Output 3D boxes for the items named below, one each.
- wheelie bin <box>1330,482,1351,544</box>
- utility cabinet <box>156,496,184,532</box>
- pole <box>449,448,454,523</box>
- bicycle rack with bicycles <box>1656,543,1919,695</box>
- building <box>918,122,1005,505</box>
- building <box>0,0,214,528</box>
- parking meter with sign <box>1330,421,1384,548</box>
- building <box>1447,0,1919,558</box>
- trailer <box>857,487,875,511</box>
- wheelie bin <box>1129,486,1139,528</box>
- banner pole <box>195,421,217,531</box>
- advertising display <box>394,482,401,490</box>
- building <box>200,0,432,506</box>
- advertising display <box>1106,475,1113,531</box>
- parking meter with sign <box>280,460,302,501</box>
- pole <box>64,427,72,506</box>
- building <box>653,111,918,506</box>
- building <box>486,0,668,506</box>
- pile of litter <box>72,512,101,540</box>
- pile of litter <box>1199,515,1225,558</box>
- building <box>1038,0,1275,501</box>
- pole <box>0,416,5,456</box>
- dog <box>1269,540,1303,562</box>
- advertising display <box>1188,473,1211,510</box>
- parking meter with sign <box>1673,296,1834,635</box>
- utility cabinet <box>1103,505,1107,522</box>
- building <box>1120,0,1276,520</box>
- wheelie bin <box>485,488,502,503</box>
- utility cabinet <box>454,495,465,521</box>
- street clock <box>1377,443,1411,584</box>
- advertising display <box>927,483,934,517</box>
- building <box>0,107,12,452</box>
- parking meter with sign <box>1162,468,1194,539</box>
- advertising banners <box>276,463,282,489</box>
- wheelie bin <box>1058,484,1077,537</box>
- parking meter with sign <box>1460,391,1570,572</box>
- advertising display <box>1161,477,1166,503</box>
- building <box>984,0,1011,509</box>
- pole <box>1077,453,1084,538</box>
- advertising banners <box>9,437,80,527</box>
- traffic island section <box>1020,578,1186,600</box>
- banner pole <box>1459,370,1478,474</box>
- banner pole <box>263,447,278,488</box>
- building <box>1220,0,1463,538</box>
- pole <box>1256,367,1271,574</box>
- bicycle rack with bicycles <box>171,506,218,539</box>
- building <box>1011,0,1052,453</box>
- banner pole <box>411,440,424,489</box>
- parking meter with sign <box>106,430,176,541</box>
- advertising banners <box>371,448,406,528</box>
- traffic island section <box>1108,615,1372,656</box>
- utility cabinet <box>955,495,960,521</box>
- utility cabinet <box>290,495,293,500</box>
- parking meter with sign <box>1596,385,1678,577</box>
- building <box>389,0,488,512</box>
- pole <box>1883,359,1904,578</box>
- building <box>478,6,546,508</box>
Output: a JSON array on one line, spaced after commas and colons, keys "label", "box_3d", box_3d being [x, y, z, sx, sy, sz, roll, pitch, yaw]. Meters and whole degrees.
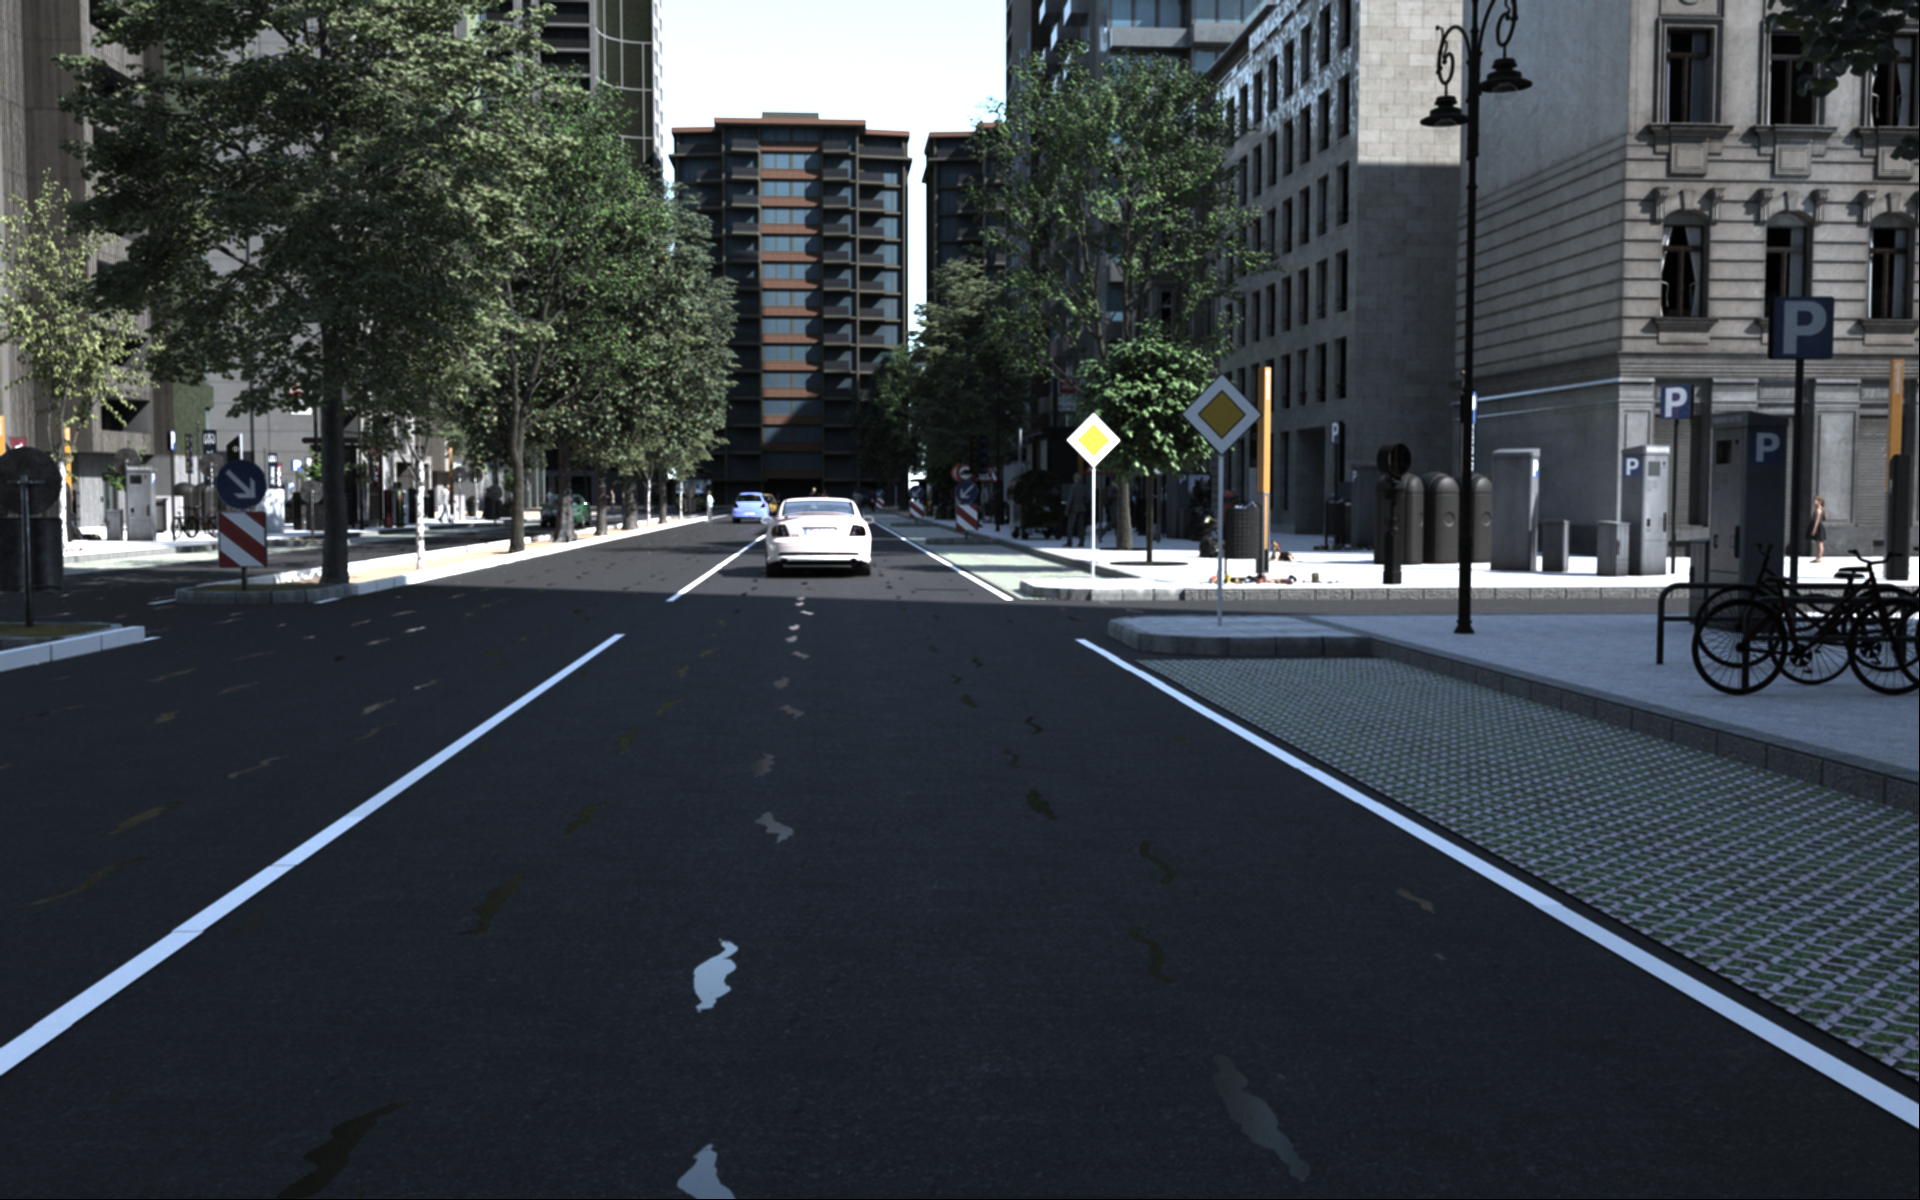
[{"label": "wheelie bin", "box_3d": [9.989, -2.240, 44.537, 0.980, 1.594, 0.693, 2, 4, 27]}, {"label": "utility cabinet", "box_3d": [-27.129, -2.941, 59.252, 1.020, 1.237, 0.306, 0, 4, -5]}, {"label": "pole", "box_3d": [-22.310, -5.024, 75.983, 0.158, 3.312, 0.155, 0, 3, 0]}, {"label": "bicycle rack with bicycles", "box_3d": [6.229, 0.088, 11.950, 2.925, 0.926, 2.852, 0, 4, 6]}, {"label": "building", "box_3d": [8.631, -33.591, 203.842, 28.867, 44.769, 22.147, 0, 4, -4]}, {"label": "building", "box_3d": [-38.944, -18.086, 67.414, 14.160, 30.474, 14.107, 0, 4, -4]}, {"label": "parking meter with sign", "box_3d": [9.801, -2.771, 41.559, 1.738, 3.016, 0.543, -1, 4, -11]}, {"label": "building", "box_3d": [21.701, -11.647, 39.573, 18.267, 20.994, 9.793, 0, 4, -4]}, {"label": "trailer", "box_3d": [-7.892, -8.463, 145.411, 1.471, 1.999, 3.904, 0, 4, -3]}, {"label": "wheelie bin", "box_3d": [6.416, -3.549, 65.934, 0.980, 1.594, 0.693, 3, 5, 43]}, {"label": "banner pole", "box_3d": [-25.901, -4.249, 59.485, 0.863, 3.779, 0.401, 0, 4, 2]}, {"label": "advertising display", "box_3d": [-30.718, -5.445, 94.235, 0.123, 1.923, 0.974, 1, 4, 16]}, {"label": "building", "box_3d": [-44.430, -40.852, 106.183, 20.563, 71.187, 20.611, 0, 4, -4]}, {"label": "advertising display", "box_3d": [5.228, -3.371, 60.336, 0.123, 1.923, 0.974, 1, 4, 16]}, {"label": "parking meter with sign", "box_3d": [-34.617, -5.685, 89.204, 1.738, 3.016, 0.543, 3, 4, 36]}, {"label": "pole", "box_3d": [-27.375, -3.626, 53.133, 0.158, 3.312, 0.155, 0, 3, 0]}, {"label": "building", "box_3d": [-20.230, -33.440, 201.364, 28.867, 44.769, 22.147, 0, 4, -4]}, {"label": "building", "box_3d": [-44.982, -46.456, 197.803, 20.611, 71.187, 20.563, 0, 4, -4]}, {"label": "pile of litter", "box_3d": [-24.742, -2.113, 48.516, 1.176, 0.858, 1.719, -3, 4, -37]}, {"label": "pile of litter", "box_3d": [5.386, -1.305, 35.305, 1.176, 0.858, 1.719, 2, 4, 24]}, {"label": "building", "box_3d": [17.378, -30.474, 117.858, 23.786, 49.044, 30.456, 0, 4, -4]}, {"label": "pole", "box_3d": [-24.966, -3.139, 45.162, 0.158, 3.312, 0.155, 0, 3, 0]}, {"label": "dog", "box_3d": [6.167, -0.929, 32.920, 0.748, 0.427, 0.550, 1, 4, 10]}, {"label": "advertising display", "box_3d": [7.252, -2.913, 52.842, 0.974, 1.923, 0.123, -2, 4, -34]}, {"label": "parking meter with sign", "box_3d": [7.400, -1.221, 16.216, 0.543, 3.016, 1.738, 0, 4, -3]}, {"label": "utility cabinet", "box_3d": [6.805, -4.251, 80.667, 0.306, 1.237, 1.020, 0, 4, -4]}, {"label": "building", "box_3d": [15.686, -16.135, 82.885, 14.460, 24.649, 34.723, 0, 4, -4]}, {"label": "wheelie bin", "box_3d": [-24.293, -5.027, 90.097, 0.980, 1.594, 0.693, 0, 4, -2]}, {"label": "utility cabinet", "box_3d": [-24.577, -4.462, 84.107, 1.020, 1.237, 0.306, -1, 4, -11]}, {"label": "street clock", "box_3d": [6.161, -1.227, 24.626, 0.471, 2.002, 0.358, -2, 4, -33]}, {"label": "advertising display", "box_3d": [-1.675, -5.649, 97.574, 0.123, 1.923, 0.974, -1, 4, -19]}, {"label": "building", "box_3d": [-39.122, -25.521, 40.965, 21.300, 48.544, 21.600, 0, 4, -4]}, {"label": "parking meter with sign", "box_3d": [6.242, -3.280, 49.883, 0.543, 3.016, 1.738, -1, 4, -20]}, {"label": "advertising banners", "box_3d": [-38.049, -6.070, 95.434, 0.090, 3.025, 2.074, 1, 4, 21]}, {"label": "wheelie bin", "box_3d": [3.322, -2.718, 52.340, 0.980, 1.594, 0.693, 1, 4, 21]}, {"label": "parking meter with sign", "box_3d": [9.281, -1.998, 28.936, 1.738, 3.016, 0.543, 2, 4, 35]}, {"label": "advertising display", "box_3d": [7.526, -3.564, 63.477, 0.123, 1.923, 0.974, -3, 4, -36]}, {"label": "building", "box_3d": [13.128, -43.938, 156.631, 20.563, 71.187, 20.611, 0, 4, -4]}, {"label": "pole", "box_3d": [3.523, -3.470, 50.574, 0.158, 3.312, 0.155, 0, 3, 0]}, {"label": "advertising banners", "box_3d": [-28.515, -3.534, 53.961, 0.090, 3.025, 2.074, 3, 4, 37]}, {"label": "traffic island section", "box_3d": [1.944, -0.153, 24.787, 2.009, 0.180, 2.903, 0, 4, -4]}, {"label": "banner pole", "box_3d": [10.332, -2.770, 35.304, 0.863, 3.779, 0.401, -3, 5, -45]}, {"label": "banner pole", "box_3d": [-37.100, -6.306, 93.114, 0.863, 3.779, 0.401, -3, 4, -37]}, {"label": "building", "box_3d": [15.631, -12.381, 57.179, 10.420, 20.320, 16.860, 0, 4, -4]}, {"label": "pole", "box_3d": [4.896, -2.085, 27.941, 0.158, 3.312, 0.155, 0, 3, 0]}, {"label": "bicycle rack with bicycles", "box_3d": [-21.832, -2.273, 50.553, 2.852, 0.926, 2.925, 1, 4, 21]}, {"label": "building", "box_3d": [11.747, -29.956, 139.888, 14.600, 45.320, 14.200, 0, 4, -4]}, {"label": "banner pole", "box_3d": [-24.985, -5.483, 79.667, 0.863, 3.779, 0.401, 1, 4, 17]}, {"label": "parking meter with sign", "box_3d": [-22.429, -3.127, 47.395, 1.738, 3.016, 0.543, -1, 4, -11]}, {"label": "advertising banners", "box_3d": [-21.810, -4.273, 66.050, 0.090, 3.025, 2.074, 1, 4, 17]}, {"label": "traffic island section", "box_3d": [2.565, 0.334, 16.826, 2.009, 0.180, 2.903, 0, 4, -4]}, {"label": "utility cabinet", "box_3d": [-0.004, -4.451, 81.453, 0.318, 1.500, 1.173, 0, 4, 6]}, {"label": "utility cabinet", "box_3d": [-32.134, -4.429, 83.584, 0.306, 1.237, 1.020, -1, 4, -22]}, {"label": "parking meter with sign", "box_3d": [10.778, -1.900, 27.318, 1.738, 3.016, 0.543, -2, 4, -33]}, {"label": "building", "box_3d": [-42.726, -26.973, 124.598, 14.154, 41.232, 14.086, 0, 4, -4]}, {"label": "pole", "box_3d": [14.185, -1.986, 26.321, 0.158, 3.312, 0.155, 0, 3, 0]}, {"label": "building", "box_3d": [-53.993, -51.198, 149.755, 31.000, 86.520, 22.319, 0, 4, -4]}]
